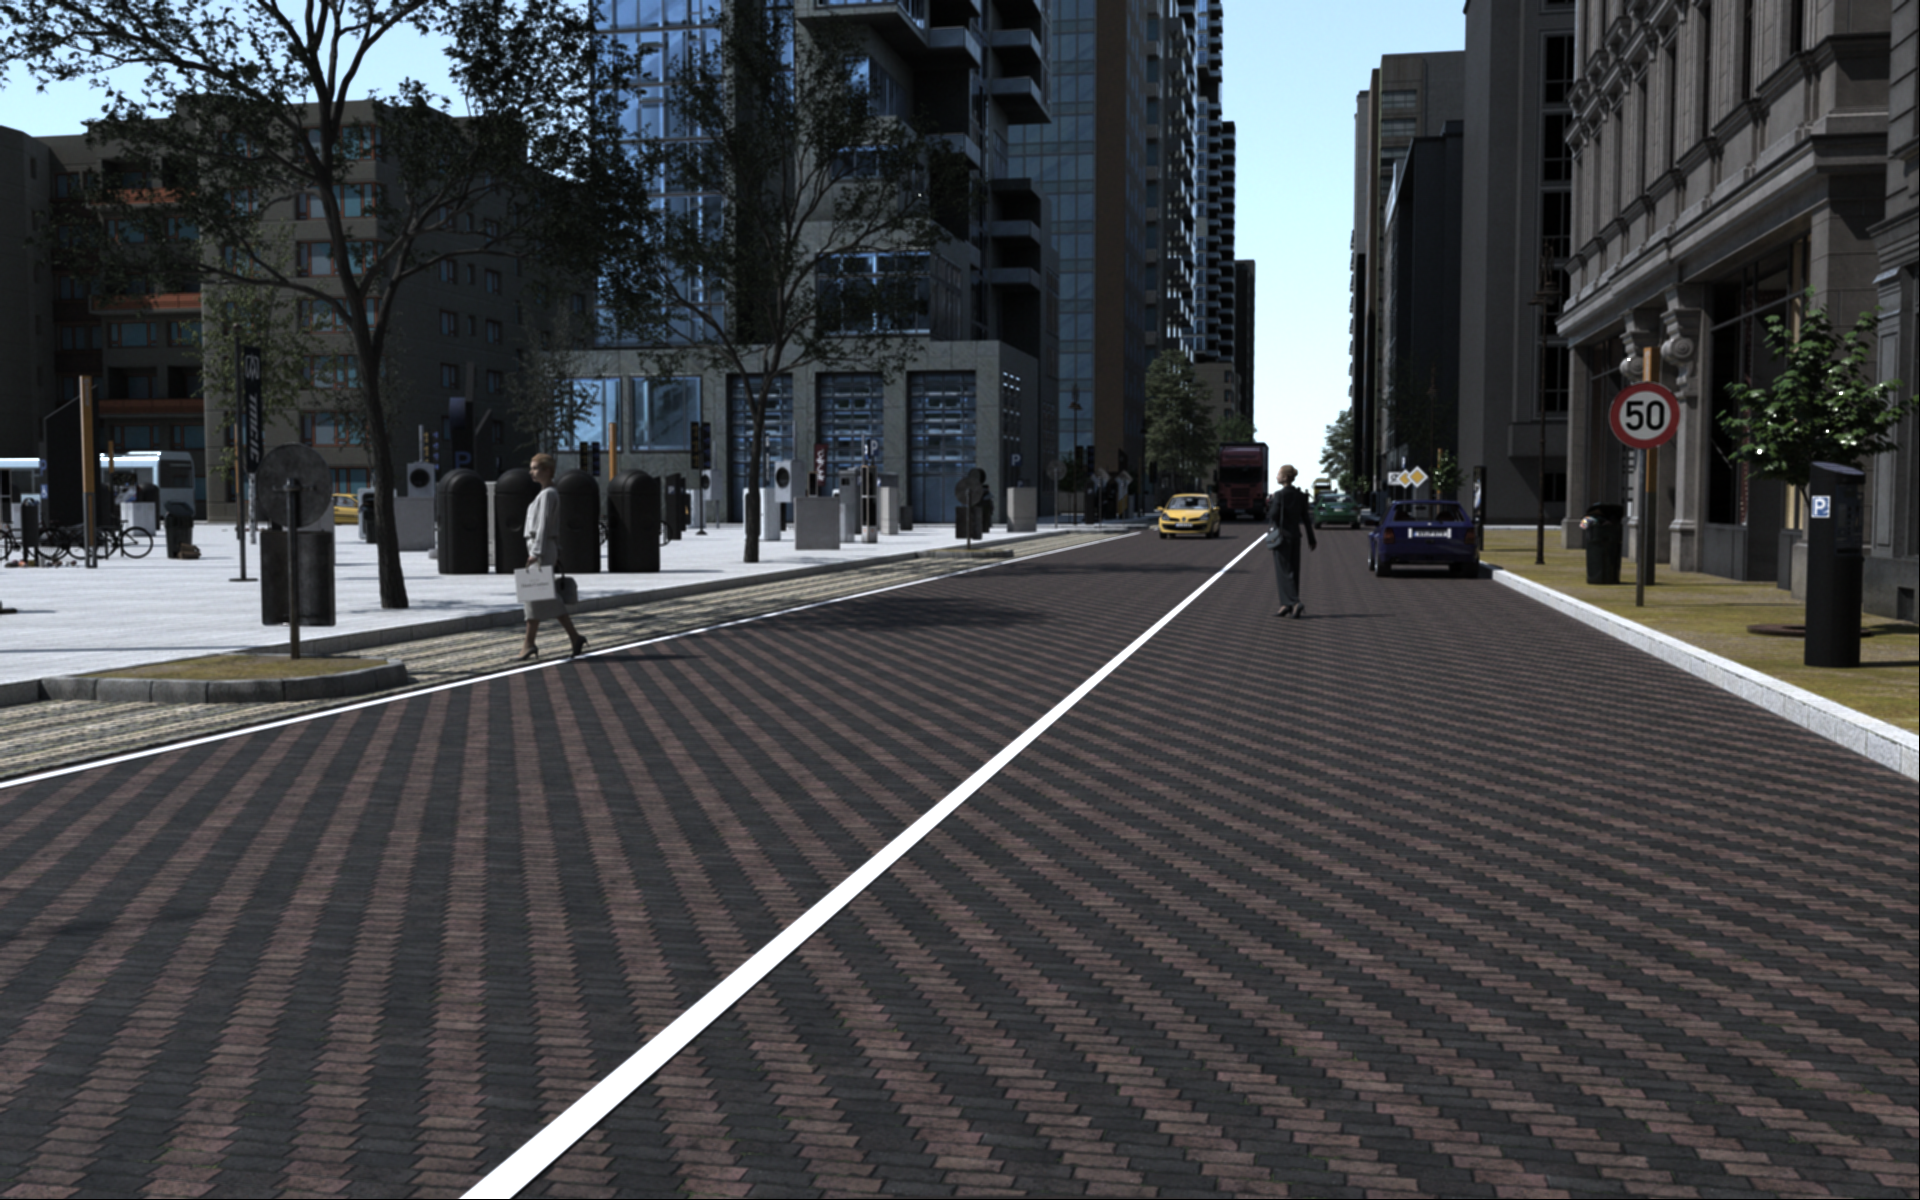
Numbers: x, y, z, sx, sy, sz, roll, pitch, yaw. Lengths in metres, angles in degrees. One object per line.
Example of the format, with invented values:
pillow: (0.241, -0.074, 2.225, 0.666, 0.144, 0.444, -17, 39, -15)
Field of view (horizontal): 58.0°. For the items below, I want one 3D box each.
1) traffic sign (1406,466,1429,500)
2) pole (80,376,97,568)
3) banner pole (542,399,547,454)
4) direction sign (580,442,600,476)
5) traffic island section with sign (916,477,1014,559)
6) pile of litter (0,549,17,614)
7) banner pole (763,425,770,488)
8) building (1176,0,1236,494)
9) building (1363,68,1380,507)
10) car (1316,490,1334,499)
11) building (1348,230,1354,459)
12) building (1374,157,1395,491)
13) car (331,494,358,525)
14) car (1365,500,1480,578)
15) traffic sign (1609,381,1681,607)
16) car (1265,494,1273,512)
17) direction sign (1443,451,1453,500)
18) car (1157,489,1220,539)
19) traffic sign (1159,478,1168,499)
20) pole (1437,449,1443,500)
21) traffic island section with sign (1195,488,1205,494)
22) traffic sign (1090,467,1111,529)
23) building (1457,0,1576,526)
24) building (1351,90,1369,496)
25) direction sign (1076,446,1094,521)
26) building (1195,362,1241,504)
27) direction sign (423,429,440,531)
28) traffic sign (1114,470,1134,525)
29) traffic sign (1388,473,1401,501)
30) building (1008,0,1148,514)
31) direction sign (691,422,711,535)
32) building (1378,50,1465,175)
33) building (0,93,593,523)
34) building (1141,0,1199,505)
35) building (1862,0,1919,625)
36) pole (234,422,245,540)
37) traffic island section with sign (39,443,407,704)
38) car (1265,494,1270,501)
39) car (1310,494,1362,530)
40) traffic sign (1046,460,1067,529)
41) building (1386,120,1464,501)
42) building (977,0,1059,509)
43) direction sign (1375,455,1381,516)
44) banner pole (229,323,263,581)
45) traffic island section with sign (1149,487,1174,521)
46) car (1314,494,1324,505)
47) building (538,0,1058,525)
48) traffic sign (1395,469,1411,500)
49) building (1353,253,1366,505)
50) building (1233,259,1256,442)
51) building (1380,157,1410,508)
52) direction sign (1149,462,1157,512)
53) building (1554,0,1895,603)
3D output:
traffic sign: (16.094, -3.509, 61.022, 0.795, 2.450, 0.064, 1, 4, 11)
pole: (-15.077, -2.209, 29.958, 0.158, 3.312, 0.155, 0, 3, 0)
banner pole: (-10.942, -3.408, 45.732, 0.401, 3.779, 0.863, -1, 4, -16)
direction sign: (-16.077, -5.095, 75.299, 0.876, 3.537, 0.379, -2, 4, -30)
traffic island section with sign: (0.158, -1.866, 39.138, 1.989, 1.847, 2.006, 1, 4, 11)
pile of litter: (-10.758, -0.279, 18.527, 1.176, 0.858, 1.719, -2, 4, -26)
banner pole: (-7.008, -4.445, 62.693, 0.401, 3.779, 0.863, -2, 4, -24)
building: (33.481, -58.702, 272.441, 22.319, 86.520, 31.000, 1, 4, 11)
building: (48.965, -32.297, 178.159, 14.600, 45.320, 14.200, 1, 4, 11)
car: (37.733, -10.366, 178.150, 2.281, 1.827, 5.304, 1, 4, 13)
building: (74.381, -40.408, 280.281, 23.786, 49.044, 30.456, 1, 4, 11)
building: (43.178, -23.142, 150.078, 14.160, 30.474, 14.107, 1, 4, 11)
car: (-25.796, -3.890, 73.828, 3.980, 1.641, 2.015, 1, 4, 12)
car: (8.268, -1.129, 31.047, 1.945, 1.354, 3.894, 1, 4, 11)
traffic sign: (7.760, -1.198, 19.691, 0.768, 2.556, 0.104, 1, 4, 14)
car: (25.743, -8.021, 140.178, 2.155, 1.783, 4.494, 1, 4, 13)
direction sign: (25.545, -6.066, 91.182, 0.876, 3.537, 0.379, -1, 4, -13)
car: (7.519, -2.834, 56.557, 2.015, 1.641, 3.980, 1, 4, 13)
traffic sign: (12.835, -6.555, 109.303, 0.606, 2.300, 0.079, 1, 4, 19)
pole: (21.566, -5.137, 77.835, 0.158, 3.312, 0.155, 0, 3, 0)
traffic island section with sign: (16.682, -6.813, 120.020, 1.989, 1.847, 2.006, 1, 4, 11)
traffic sign: (5.129, -3.647, 63.273, 0.795, 2.450, 0.064, 1, 4, 11)
building: (33.997, -17.079, 72.745, 24.014, 27.812, 14.314, 1, 4, 11)
building: (67.755, -43.392, 251.458, 21.231, 58.520, 28.212, 1, 4, 11)
direction sign: (5.878, -5.470, 81.431, 0.876, 3.537, 0.379, 1, 4, 19)
building: (25.123, -24.473, 245.168, 27.650, 21.520, 28.899, 1, 4, 11)
direction sign: (-18.441, -4.186, 60.437, 0.876, 3.537, 0.379, 2, 4, 35)
traffic sign: (6.726, -4.126, 71.097, 0.795, 2.450, 0.064, 1, 4, 11)
traffic sign: (20.303, -4.820, 80.931, 0.606, 2.300, 0.079, 1, 4, 13)
building: (5.093, -28.603, 117.774, 14.600, 45.320, 14.200, 1, 4, 11)
direction sign: (-8.156, -3.826, 54.545, 0.379, 3.537, 0.876, 2, 4, 34)
building: (46.465, -29.349, 163.456, 14.154, 41.232, 14.086, 1, 4, 11)
building: (-36.983, -15.139, 92.568, 28.899, 21.520, 27.650, 1, 4, 11)
building: (10.184, -33.204, 162.487, 23.786, 49.044, 30.456, 1, 4, 11)
building: (12.574, -9.742, 8.441, 9.793, 20.994, 18.267, 1, 4, 11)
pole: (-20.219, -3.350, 48.613, 0.158, 3.312, 0.155, 0, 3, 0)
traffic island section with sign: (-5.219, -0.250, 12.723, 1.989, 1.847, 2.006, 1, 4, 11)
car: (28.210, -9.024, 157.767, 2.015, 1.641, 3.980, 1, 4, 10)
car: (15.558, -3.655, 71.555, 2.131, 1.459, 4.920, 1, 4, 11)
traffic sign: (3.570, -3.920, 64.196, 0.768, 2.556, 0.104, 1, 4, 14)
building: (33.829, -17.470, 104.697, 14.314, 24.678, 30.058, 1, 4, 11)
building: (16.115, -53.747, 191.437, 22.319, 86.520, 31.000, 1, 4, 11)
direction sign: (24.292, -6.635, 100.475, 0.379, 3.537, 0.876, 0, 4, -2)
banner pole: (-10.559, -2.183, 25.713, 0.401, 3.779, 0.863, 1, 4, 8)
traffic island section with sign: (11.292, -5.198, 93.607, 1.989, 1.847, 2.006, 1, 4, 11)
car: (34.589, -9.307, 164.171, 2.014, 1.417, 4.499, 1, 4, 11)
building: (-6.200, -47.399, 87.642, 22.319, 86.520, 31.000, 1, 4, 11)
traffic sign: (17.691, -3.988, 68.847, 0.795, 2.450, 0.064, 1, 4, 11)
building: (54.416, -26.652, 207.460, 14.160, 30.474, 14.107, 1, 4, 11)
building: (42.770, -37.389, 294.897, 14.154, 41.232, 14.086, 1, 4, 11)
building: (38.301, -19.101, 130.318, 12.078, 24.808, 19.932, 1, 4, 11)
direction sign: (13.584, -7.942, 121.843, 0.379, 3.537, 0.876, 3, 5, 41)
building: (18.355, -11.463, 38.334, 10.553, 20.767, 40.483, 1, 4, 11)
